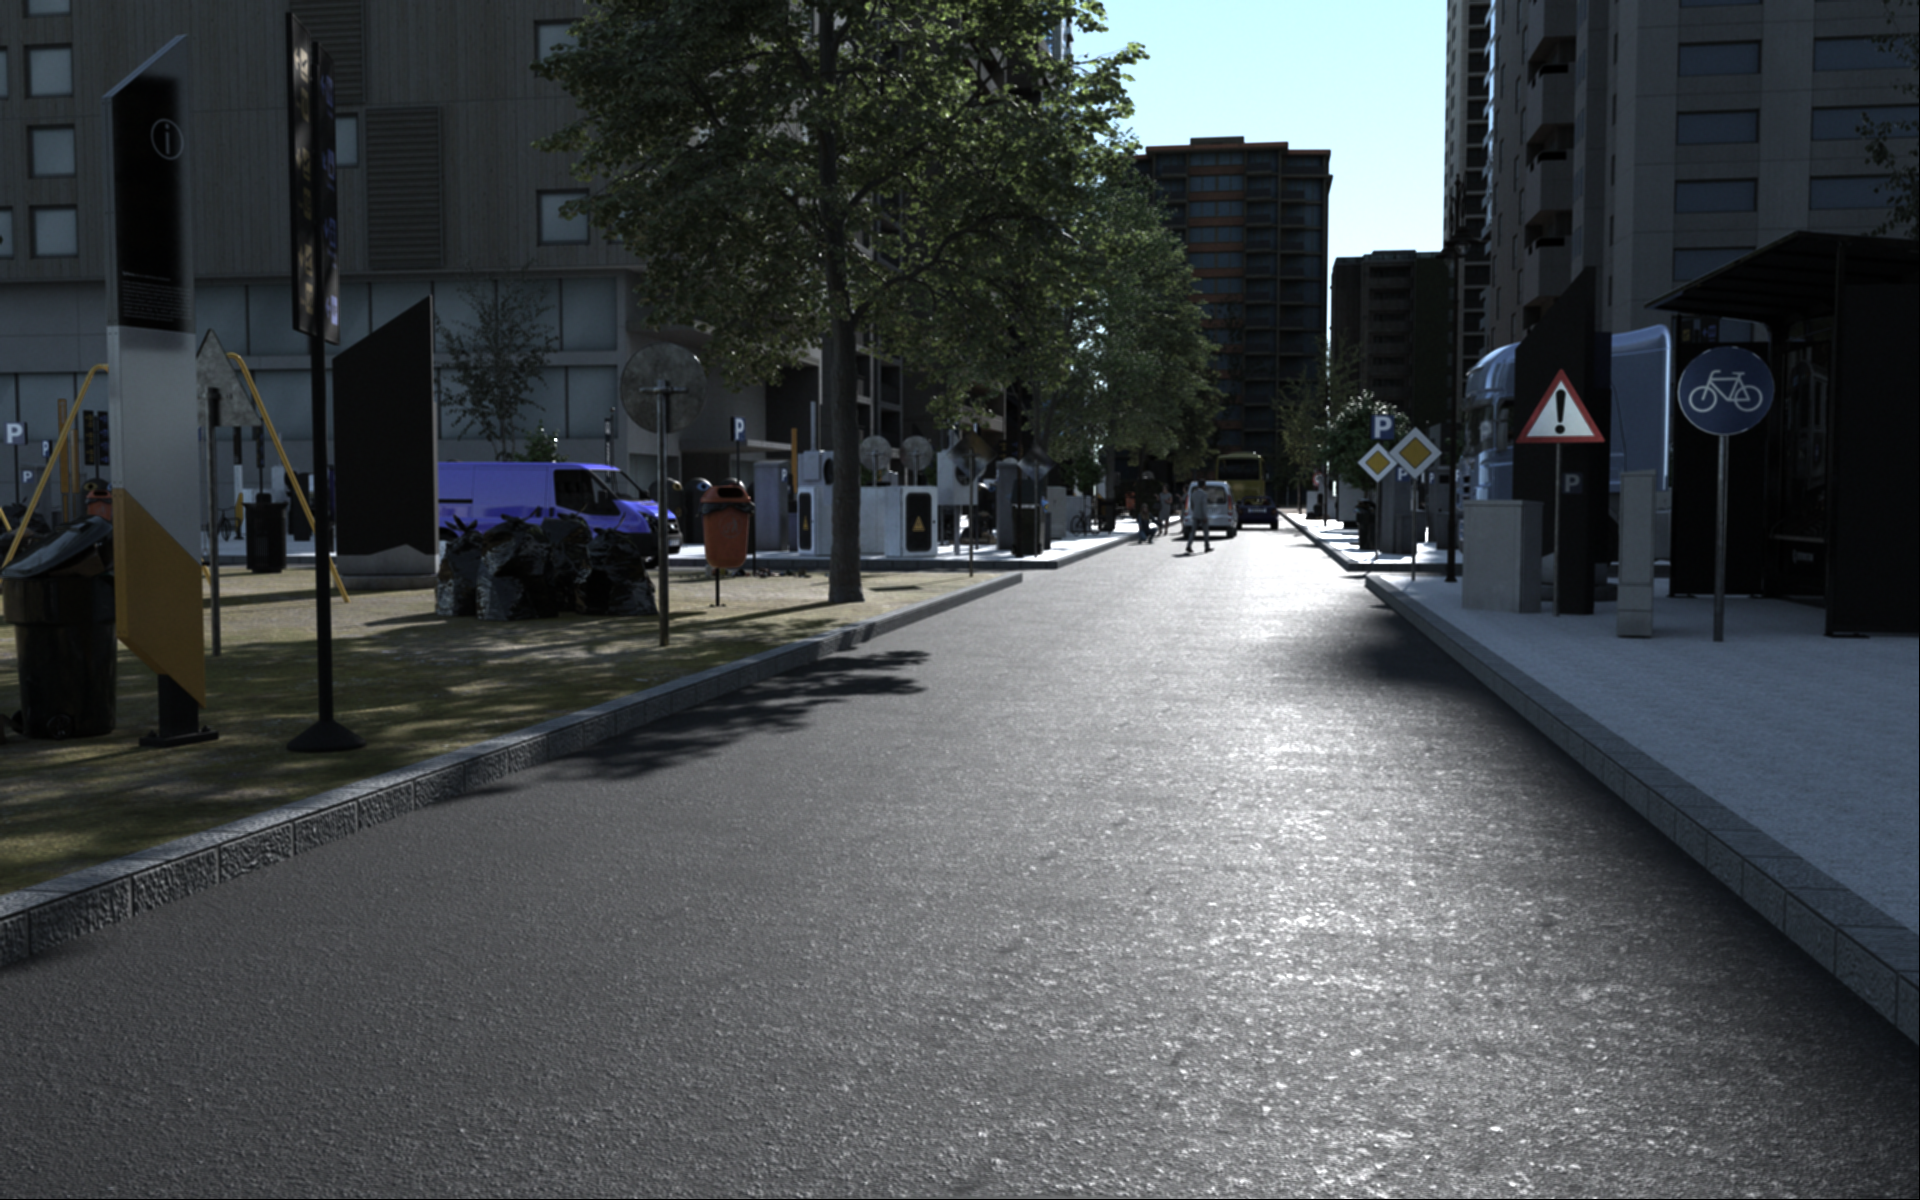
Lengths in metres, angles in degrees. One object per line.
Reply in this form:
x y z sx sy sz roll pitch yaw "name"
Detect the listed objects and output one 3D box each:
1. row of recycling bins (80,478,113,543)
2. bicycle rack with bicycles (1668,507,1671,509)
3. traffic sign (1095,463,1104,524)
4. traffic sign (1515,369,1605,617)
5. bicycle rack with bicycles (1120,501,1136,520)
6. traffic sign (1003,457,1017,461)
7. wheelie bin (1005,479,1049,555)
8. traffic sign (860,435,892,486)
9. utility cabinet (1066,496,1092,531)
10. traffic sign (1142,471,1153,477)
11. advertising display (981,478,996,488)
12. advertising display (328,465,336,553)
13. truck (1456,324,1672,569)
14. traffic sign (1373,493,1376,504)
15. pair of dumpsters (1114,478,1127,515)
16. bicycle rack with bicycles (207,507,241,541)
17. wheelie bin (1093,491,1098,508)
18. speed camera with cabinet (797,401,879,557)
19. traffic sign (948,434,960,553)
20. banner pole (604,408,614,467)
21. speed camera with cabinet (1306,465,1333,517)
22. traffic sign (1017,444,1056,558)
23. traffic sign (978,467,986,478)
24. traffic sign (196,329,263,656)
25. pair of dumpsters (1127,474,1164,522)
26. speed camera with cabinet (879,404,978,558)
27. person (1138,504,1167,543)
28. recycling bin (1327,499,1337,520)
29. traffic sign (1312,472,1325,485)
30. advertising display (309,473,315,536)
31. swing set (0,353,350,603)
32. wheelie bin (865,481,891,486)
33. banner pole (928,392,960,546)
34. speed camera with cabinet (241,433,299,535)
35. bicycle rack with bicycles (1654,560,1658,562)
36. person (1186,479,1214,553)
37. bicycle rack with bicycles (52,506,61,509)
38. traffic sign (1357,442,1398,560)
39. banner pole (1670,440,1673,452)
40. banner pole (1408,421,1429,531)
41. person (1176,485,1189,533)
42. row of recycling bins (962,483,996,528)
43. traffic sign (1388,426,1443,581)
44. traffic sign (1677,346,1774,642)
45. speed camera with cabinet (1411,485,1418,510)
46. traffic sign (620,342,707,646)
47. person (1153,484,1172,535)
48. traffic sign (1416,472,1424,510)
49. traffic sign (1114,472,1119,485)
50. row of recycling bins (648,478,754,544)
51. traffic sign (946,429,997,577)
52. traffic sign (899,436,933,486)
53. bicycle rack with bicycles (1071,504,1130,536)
-21.416 -2.310 44.889 3.534 1.692 1.069 2 4 26 "row of recycling bins"
18.628 -2.050 46.906 2.925 0.926 2.852 2 4 35 "bicycle rack with bicycles"
5.576 -4.333 70.947 0.768 2.556 0.104 1 4 15 "traffic sign"
6.252 -1.106 18.089 0.884 2.594 0.081 1 4 17 "traffic sign"
7.379 -4.424 85.716 2.925 0.926 2.852 1 4 23 "bicycle rack with bicycles"
1.721 -3.662 59.974 0.768 2.556 0.104 1 4 19 "traffic sign"
1.433 -1.758 36.644 0.980 1.594 0.693 1 4 16 "wheelie bin"
-1.852 -2.289 37.530 0.768 2.556 0.104 1 4 16 "traffic sign"
4.094 -3.033 60.753 1.020 1.237 0.306 -1 4 -19 "utility cabinet"
10.247 -5.785 94.684 0.768 2.556 0.104 1 4 12 "traffic sign"
1.307 -3.949 69.775 0.974 1.923 0.123 -2 4 -25 "advertising display"
-13.990 -2.023 38.295 0.123 1.923 0.974 -2 4 -33 "advertising display"
17.001 -2.314 27.595 18.799 4.110 2.967 1 4 9 "truck"
11.735 -2.991 49.013 0.768 2.556 0.104 1 4 18 "traffic sign"
9.941 -6.241 104.534 1.574 2.255 4.437 1 4 10 "pair of dumpsters"
-21.042 -2.085 47.476 2.852 0.926 2.925 -1 4 -11 "bicycle rack with bicycles"
7.286 -4.995 89.583 0.693 1.594 0.980 -1 4 -10 "wheelie bin"
-2.421 -2.613 37.053 2.038 3.252 0.660 1 4 16 "speed camera with cabinet"
-0.102 -2.313 37.825 0.884 2.594 0.081 1 4 19 "traffic sign"
-10.120 -3.676 50.113 0.401 3.779 0.863 0 4 8 "banner pole"
18.637 -5.828 89.617 0.660 3.252 2.038 3 4 37 "speed camera with cabinet"
1.523 -1.896 34.642 0.795 2.450 0.064 1 4 10 "traffic sign"
0.466 -3.389 55.518 0.768 2.556 0.104 1 4 17 "traffic sign"
-5.897 -0.835 13.664 0.884 2.594 0.081 1 4 14 "traffic sign"
8.836 -4.771 80.506 1.574 2.255 4.437 1 4 10 "pair of dumpsters"
-0.576 -2.506 35.303 2.038 3.252 0.660 -3 5 -40 "speed camera with cabinet"
5.555 -2.239 50.607 1.012 1.151 0.738 -1 4 -15 "person"
18.772 -4.551 86.959 0.722 1.027 0.722 2 4 28 "recycling bin"
20.770 -6.122 100.205 0.768 2.556 0.104 1 4 10 "traffic sign"
-19.423 -2.917 52.899 0.974 1.923 0.123 0 4 1 "advertising display"
-9.098 -1.369 20.005 3.119 2.851 2.862 3 4 36 "swing set"
-2.022 -2.180 43.545 0.980 1.594 0.693 -1 4 -19 "wheelie bin"
-0.280 -3.220 42.662 0.401 3.779 0.863 3 5 44 "banner pole"
-22.026 -3.727 55.277 0.660 3.252 2.038 1 4 23 "speed camera with cabinet"
12.142 -1.228 33.461 2.925 0.926 2.852 2 4 30 "bicycle rack with bicycles"
5.865 -2.059 42.432 0.850 1.792 0.678 -3 5 -41 "person"
-52.989 -5.197 98.350 2.925 0.926 2.852 -1 4 -17 "bicycle rack with bicycles"
8.069 -1.827 33.507 0.795 2.450 0.064 1 4 10 "traffic sign"
29.378 -4.948 70.922 0.863 3.779 0.401 3 5 45 "banner pole"
15.880 -4.270 59.838 0.863 3.779 0.401 1 4 8 "banner pole"
8.214 -3.366 63.894 0.532 1.782 0.716 -1 4 -16 "person"
1.699 -3.543 65.039 3.534 1.692 1.069 3 5 45 "row of recycling bins"
6.723 -1.345 25.635 0.795 2.450 0.064 1 4 10 "traffic sign"
6.605 -0.911 15.008 0.768 2.556 0.104 1 4 17 "traffic sign"
18.677 -4.770 72.327 0.660 3.252 2.038 2 4 24 "speed camera with cabinet"
-2.497 -0.883 14.543 0.768 2.556 0.104 1 4 11 "traffic sign"
6.992 -3.136 60.127 0.716 1.782 0.532 2 4 31 "person"
17.377 -3.906 65.989 0.606 2.300 0.079 1 4 15 "traffic sign"
7.178 -4.849 81.407 0.606 2.300 0.079 1 4 13 "traffic sign"
-6.386 -2.320 45.052 3.534 1.692 1.069 -2 4 -29 "row of recycling bins"
0.177 -1.415 26.771 0.795 2.450 0.064 1 4 10 "traffic sign"
-0.973 -2.303 37.756 0.768 2.556 0.104 1 4 15 "traffic sign"
3.287 -2.474 53.828 2.852 0.926 2.925 2 4 31 "bicycle rack with bicycles"
